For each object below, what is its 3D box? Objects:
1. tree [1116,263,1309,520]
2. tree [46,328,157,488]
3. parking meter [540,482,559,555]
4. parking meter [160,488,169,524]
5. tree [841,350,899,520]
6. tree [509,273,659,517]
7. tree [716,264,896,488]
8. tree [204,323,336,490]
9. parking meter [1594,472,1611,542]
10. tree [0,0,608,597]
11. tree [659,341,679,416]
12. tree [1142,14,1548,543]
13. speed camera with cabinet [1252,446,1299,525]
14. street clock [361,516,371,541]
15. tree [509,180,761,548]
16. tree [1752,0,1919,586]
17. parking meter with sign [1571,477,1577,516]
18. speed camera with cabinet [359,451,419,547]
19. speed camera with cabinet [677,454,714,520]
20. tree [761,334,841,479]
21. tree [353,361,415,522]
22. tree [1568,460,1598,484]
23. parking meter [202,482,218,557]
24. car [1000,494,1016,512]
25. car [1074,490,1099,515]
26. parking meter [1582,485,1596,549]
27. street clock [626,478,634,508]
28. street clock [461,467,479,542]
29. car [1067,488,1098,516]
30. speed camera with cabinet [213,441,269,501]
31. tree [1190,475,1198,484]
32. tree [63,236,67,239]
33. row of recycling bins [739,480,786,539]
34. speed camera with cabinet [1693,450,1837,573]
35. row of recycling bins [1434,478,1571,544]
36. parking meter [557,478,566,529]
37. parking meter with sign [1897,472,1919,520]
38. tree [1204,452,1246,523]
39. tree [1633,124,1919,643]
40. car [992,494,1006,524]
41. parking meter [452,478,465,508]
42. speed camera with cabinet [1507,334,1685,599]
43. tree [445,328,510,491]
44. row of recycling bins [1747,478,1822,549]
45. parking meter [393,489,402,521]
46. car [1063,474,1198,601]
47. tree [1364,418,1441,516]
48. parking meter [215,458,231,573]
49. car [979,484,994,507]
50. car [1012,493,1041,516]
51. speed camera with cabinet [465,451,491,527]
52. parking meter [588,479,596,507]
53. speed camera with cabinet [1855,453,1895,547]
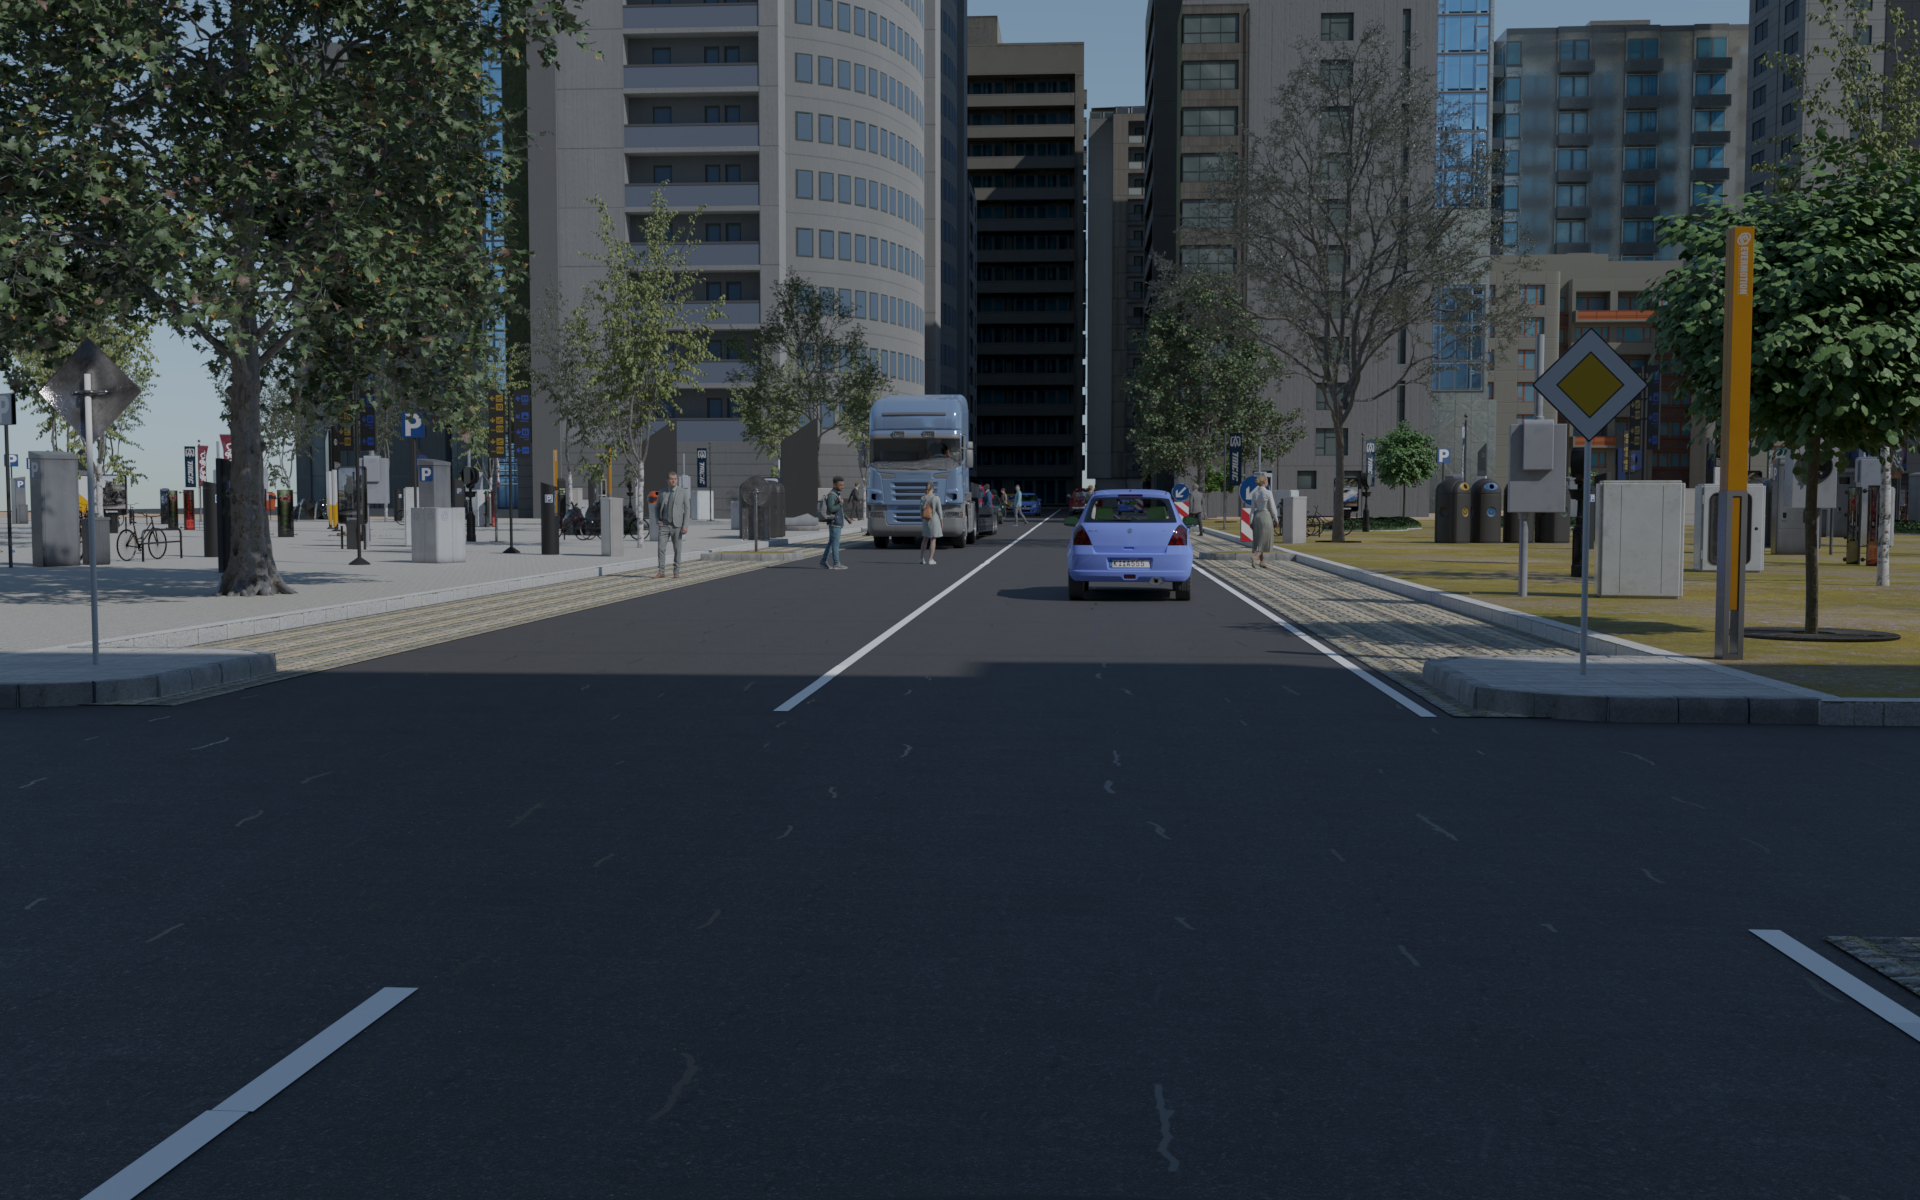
[{"bbox_3d":[12.020,-10.334,85.963,9.611,12.733,9.660,0,3,0],"label":"tree"},{"bbox_3d":[-30.335,-6.778,61.182,4.360,8.622,3.978,0,3,0],"label":"tree"},{"bbox_3d":[-8.666,-1.724,36.598,0.372,1.533,0.369,0,3,0],"label":"parking meter"},{"bbox_3d":[-33.824,-3.993,73.693,0.372,1.533,0.369,0,3,0],"label":"parking meter"},{"bbox_3d":[-4.599,-8.186,84.209,4.737,8.622,4.395,0,3,0],"label":"tree"},{"bbox_3d":[-12.989,-6.621,58.615,4.360,8.622,3.978,0,3,0],"label":"tree"},{"bbox_3d":[-5.989,-8.346,70.864,7.601,10.594,8.767,1,4,14],"label":"tree"},{"bbox_3d":[-28.610,-7.361,70.711,4.360,8.622,3.978,0,3,0],"label":"tree"},{"bbox_3d":[17.281,-2.504,46.655,0.255,1.863,0.399,-3,5,-45],"label":"parking meter"},{"bbox_3d":[-9.074,-6.400,21.654,9.611,12.733,9.660,0,3,0],"label":"tree"},{"bbox_3d":[-13.419,-7.342,70.409,4.360,8.622,3.978,0,3,0],"label":"tree"},{"bbox_3d":[9.991,-8.250,45.259,12.009,13.543,11.850,0,3,0],"label":"tree"},{"bbox_3d":[13.042,-4.729,71.659,0.660,3.252,2.038,-3,5,-42],"label":"speed camera with cabinet"},{"bbox_3d":[-16.146,-2.595,46.996,0.358,2.002,0.471,1,4,9],"label":"street clock"},{"bbox_3d":[-7.629,-5.565,41.354,4.737,8.622,4.395,0,3,0],"label":"tree"},{"bbox_3d":[13.018,-4.487,23.717,4.737,8.622,4.395,0,3,0],"label":"tree"},{"bbox_3d":[27.144,-4.913,76.596,1.738,3.016,0.543,-1,4,-12],"label":"parking meter with sign"},{"bbox_3d":[-13.571,-2.927,42.196,2.038,3.252,0.660,-1,4,-11],"label":"speed camera with cabinet"},{"bbox_3d":[-13.159,-5.573,85.448,2.038,3.252,0.660,-3,5,-44],"label":"speed camera with cabinet"},{"bbox_3d":[-8.289,-7.844,78.619,4.737,8.622,4.395,0,3,0],"label":"tree"},{"bbox_3d":[-26.418,-7.850,78.703,4.360,8.622,3.978,0,3,0],"label":"tree"},{"bbox_3d":[28.683,-5.246,80.376,1.663,3.219,1.824,0,3,0],"label":"tree"},{"bbox_3d":[-15.178,-1.638,35.197,0.372,1.533,0.369,0,3,0],"label":"parking meter"},{"bbox_3d":[3.690,-6.959,123.999,2.015,1.641,3.980,0,4,2],"label":"car"},{"bbox_3d":[8.949,-6.878,121.123,2.281,1.827,5.304,0,4,4],"label":"car"},{"bbox_3d":[14.609,-1.957,40.403,0.372,1.533,0.369,0,3,0],"label":"parking meter"},{"bbox_3d":[-14.737,-4.454,77.385,0.358,2.002,0.471,0,4,-1],"label":"street clock"},{"bbox_3d":[-13.154,-2.567,46.547,0.471,2.002,0.358,2,4,29],"label":"street clock"},{"bbox_3d":[7.762,-6.020,107.099,2.281,1.827,5.304,0,4,3],"label":"car"},{"bbox_3d":[-25.109,-4.034,60.293,2.038,3.252,0.660,1,4,18],"label":"speed camera with cabinet"},{"bbox_3d":[13.555,-6.077,93.956,1.663,3.219,1.824,0,3,0],"label":"tree"},{"bbox_3d":[-24.715,-5.972,48.013,4.737,8.622,4.395,0,3,0],"label":"tree"},{"bbox_3d":[-5.758,-2.681,50.947,1.069,1.692,3.534,0,4,4],"label":"row of recycling bins"},{"bbox_3d":[13.175,-2.080,28.341,2.038,3.252,0.660,1,4,12],"label":"speed camera with cabinet"},{"bbox_3d":[14.178,-2.338,45.340,3.534,1.692,1.069,0,4,-5],"label":"row of recycling bins"},{"bbox_3d":[-14.579,-3.528,63.393,0.255,1.863,0.399,-2,4,-23],"label":"parking meter"},{"bbox_3d":[33.518,-3.925,60.431,0.543,3.016,1.738,-2,4,-23],"label":"parking meter with sign"},{"bbox_3d":[12.062,-5.142,78.670,1.663,3.219,1.824,0,3,0],"label":"tree"},{"bbox_3d":[7.777,-1.948,15.568,4.285,4.588,4.351,0,3,0],"label":"tree"},{"bbox_3d":[1.221,-4.504,83.433,2.009,1.686,4.222,0,4,2],"label":"car"},{"bbox_3d":[-18.783,-3.618,64.868,0.399,1.863,0.255,-3,4,-37],"label":"parking meter"},{"bbox_3d":[7.895,-1.664,21.538,2.038,3.252,0.660,1,4,16],"label":"speed camera with cabinet"},{"bbox_3d":[-20.957,-7.709,76.401,4.737,8.622,4.395,0,3,0],"label":"tree"},{"bbox_3d":[19.964,-2.138,42.073,1.069,1.692,3.534,0,4,7],"label":"row of recycling bins"},{"bbox_3d":[-26.834,-4.541,82.661,0.372,1.533,0.369,0,3,0],"label":"parking meter"},{"bbox_3d":[2.425,-0.921,24.649,1.945,1.707,3.694,0,4,6],"label":"car"},{"bbox_3d":[19.178,-5.589,75.091,4.285,4.588,4.351,0,3,0],"label":"tree"},{"bbox_3d":[-11.906,-1.382,28.301,0.255,1.863,0.399,3,5,43],"label":"parking meter"},{"bbox_3d":[0.223,-3.673,68.728,2.281,1.827,5.304,0,4,4],"label":"car"},{"bbox_3d":[4.382,-6.353,113.464,1.945,1.707,3.694,0,4,6],"label":"car"},{"bbox_3d":[-19.070,-4.539,68.548,0.660,3.252,2.038,-2,4,-28],"label":"speed camera with cabinet"},{"bbox_3d":[-14.345,-3.785,67.589,0.255,1.863,0.399,0,4,0],"label":"parking meter"},{"bbox_3d":[22.554,-2.956,42.671,0.660,3.252,2.038,1,4,19],"label":"speed camera with cabinet"}]
